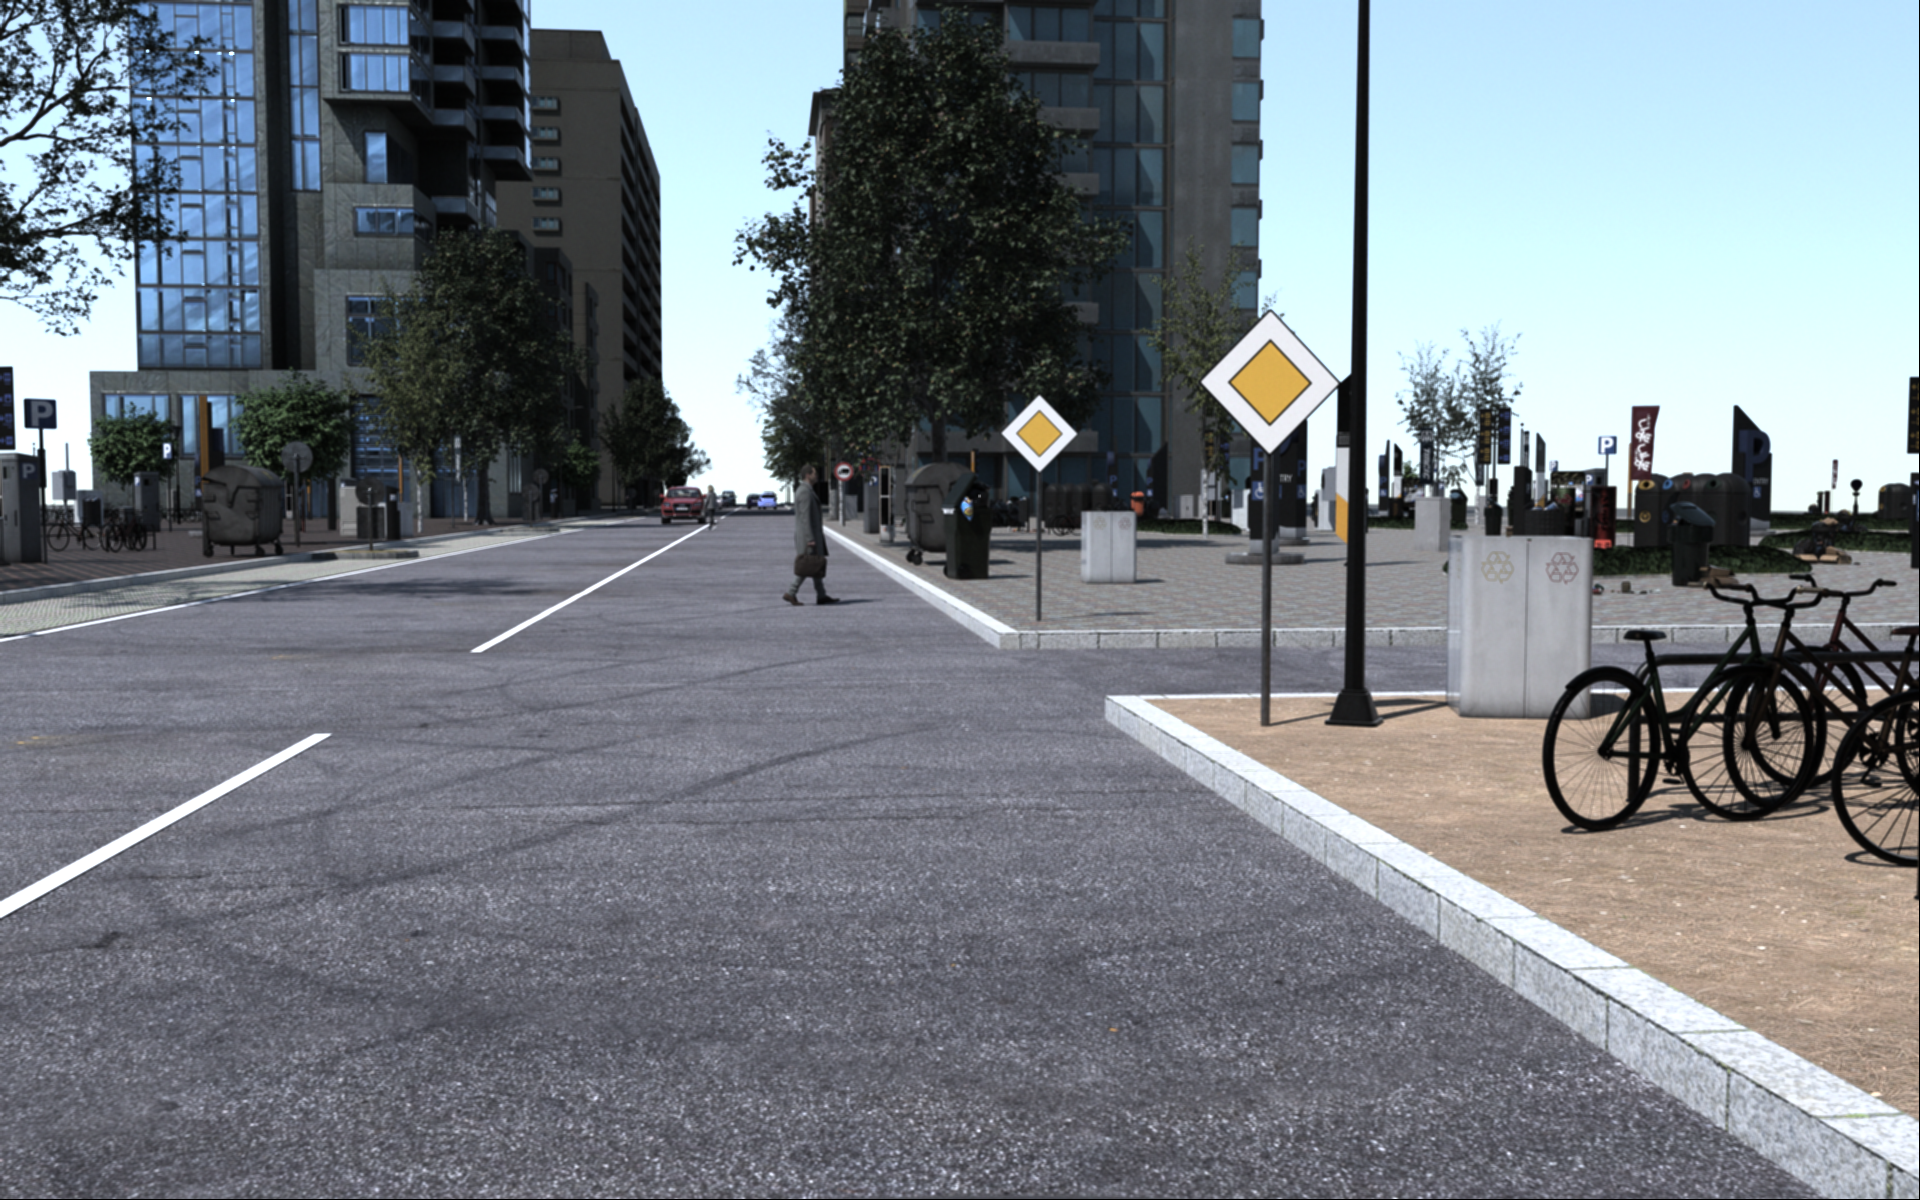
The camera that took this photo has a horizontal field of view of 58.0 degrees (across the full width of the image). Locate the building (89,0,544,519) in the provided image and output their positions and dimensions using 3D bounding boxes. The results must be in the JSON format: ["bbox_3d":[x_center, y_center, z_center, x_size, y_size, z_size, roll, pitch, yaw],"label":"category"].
[{"bbox_3d":[-36.746,-48.346,103.127,22.319,86.520,31.000,0,4,-6],"label":"building"}]

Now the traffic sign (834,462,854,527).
[{"bbox_3d":[-4.582,-4.178,68.418,0.768,2.556,0.104,0,4,0],"label":"traffic sign"}]

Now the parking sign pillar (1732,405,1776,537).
[{"bbox_3d":[24.098,-3.929,52.710,1.447,3.967,1.447,-2,4,-28],"label":"parking sign pillar"}]

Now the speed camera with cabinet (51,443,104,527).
[{"bbox_3d":[-34.288,-4.462,67.292,0.660,3.252,2.038,1,4,16],"label":"speed camera with cabinet"}]

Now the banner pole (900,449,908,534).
[{"bbox_3d":[-1.702,-3.990,55.254,0.401,3.779,0.863,0,4,-3],"label":"banner pole"}]

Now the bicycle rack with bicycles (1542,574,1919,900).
[{"bbox_3d":[3.624,0.418,6.556,2.925,0.926,2.852,0,4,-7],"label":"bicycle rack with bicycles"}]

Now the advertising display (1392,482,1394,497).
[{"bbox_3d":[23.479,-5.381,93.189,0.123,1.923,0.974,3,4,36],"label":"advertising display"}]

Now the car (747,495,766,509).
[{"bbox_3d":[-19.343,-9.315,164.873,1.945,1.354,3.894,0,4,-5],"label":"car"}]

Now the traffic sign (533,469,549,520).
[{"bbox_3d":[-20.988,-5.299,86.749,0.768,2.556,0.104,0,4,-4],"label":"traffic sign"}]

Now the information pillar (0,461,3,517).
[{"bbox_3d":[-21.328,-2.095,38.747,0.304,2.012,0.304,3,5,40],"label":"information pillar"}]

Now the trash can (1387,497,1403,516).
[{"bbox_3d":[18.636,-3.816,74.042,0.748,1.137,0.748,0,3,0],"label":"trash can"}]

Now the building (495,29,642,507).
[{"bbox_3d":[-46.078,-34.334,185.057,21.300,48.544,21.600,0,4,-6],"label":"building"}]

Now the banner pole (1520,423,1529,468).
[{"bbox_3d":[19.706,-4.313,60.527,0.401,3.779,0.863,0,4,-5],"label":"banner pole"}]

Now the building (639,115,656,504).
[{"bbox_3d":[-48.307,-35.645,206.502,21.300,48.544,21.600,0,4,-6],"label":"building"}]

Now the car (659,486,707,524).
[{"bbox_3d":[-13.361,-4.599,83.872,2.281,1.827,5.304,0,4,-7],"label":"car"}]

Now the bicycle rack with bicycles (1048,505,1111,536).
[{"bbox_3d":[4.056,-2.512,54.451,2.925,0.926,2.852,-1,4,-10],"label":"bicycle rack with bicycles"}]

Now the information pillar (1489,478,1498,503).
[{"bbox_3d":[25.129,-4.718,81.625,0.304,2.012,0.304,-2,4,-27],"label":"information pillar"}]

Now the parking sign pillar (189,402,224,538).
[{"bbox_3d":[-22.123,-3.844,51.325,1.447,3.967,1.447,-2,4,-28],"label":"parking sign pillar"}]

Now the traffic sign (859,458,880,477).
[{"bbox_3d":[-3.023,-3.559,58.302,0.768,2.556,0.104,0,4,-5],"label":"traffic sign"}]

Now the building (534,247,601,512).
[{"bbox_3d":[-43.416,-17.703,134.475,27.650,21.520,28.899,0,4,-6],"label":"building"}]

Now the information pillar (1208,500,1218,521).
[{"bbox_3d":[9.601,-3.749,65.793,0.304,2.012,0.304,-1,4,-16],"label":"information pillar"}]

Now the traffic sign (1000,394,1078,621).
[{"bbox_3d":[0.793,-0.844,17.449,0.795,2.450,0.064,0,4,-6],"label":"traffic sign"}]

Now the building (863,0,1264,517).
[{"bbox_3d":[5.518,-29.899,108.450,23.786,49.044,30.456,0,4,-6],"label":"building"}]

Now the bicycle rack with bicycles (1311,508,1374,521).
[{"bbox_3d":[17.584,-4.068,79.889,2.925,0.926,2.852,0,4,7],"label":"bicycle rack with bicycles"}]

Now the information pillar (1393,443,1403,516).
[{"bbox_3d":[20.025,-5.376,79.254,0.183,3.616,0.504,-2,4,-30],"label":"information pillar"}]

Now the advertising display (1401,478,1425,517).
[{"bbox_3d":[17.840,-3.852,68.201,0.974,1.923,0.123,-1,4,-15],"label":"advertising display"}]

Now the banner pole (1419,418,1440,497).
[{"bbox_3d":[15.507,-4.098,57.025,0.863,3.779,0.401,-1,4,-9],"label":"banner pole"}]

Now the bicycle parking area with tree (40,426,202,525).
[{"bbox_3d":[-35.013,-5.386,75.057,9.016,4.147,8.231,-2,4,-30],"label":"bicycle parking area with tree"}]

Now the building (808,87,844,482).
[{"bbox_3d":[-4.793,-38.813,223.823,28.713,52.752,27.495,0,4,-6],"label":"building"}]

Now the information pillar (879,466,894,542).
[{"bbox_3d":[-1.950,-2.547,46.129,0.304,2.012,0.304,1,4,18],"label":"information pillar"}]

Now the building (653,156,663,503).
[{"bbox_3d":[-50.777,-37.000,228.648,21.300,48.544,21.600,0,4,-6],"label":"building"}]

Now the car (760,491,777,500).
[{"bbox_3d":[-25.827,-13.776,233.915,2.281,1.827,5.304,0,4,-7],"label":"car"}]

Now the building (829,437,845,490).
[{"bbox_3d":[-7.389,-25.503,188.677,14.160,30.474,14.107,0,4,-6],"label":"building"}]

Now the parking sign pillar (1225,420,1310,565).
[{"bbox_3d":[5.615,-2.652,31.827,1.447,3.967,1.447,1,4,16],"label":"parking sign pillar"}]

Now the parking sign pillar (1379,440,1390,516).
[{"bbox_3d":[20.865,-5.915,85.182,1.447,3.967,1.447,1,4,18],"label":"parking sign pillar"}]

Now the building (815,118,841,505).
[{"bbox_3d":[-9.071,-33.793,202.632,14.600,45.320,14.200,0,4,-6],"label":"building"}]

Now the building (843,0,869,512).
[{"bbox_3d":[-1.809,-27.357,130.878,14.154,41.232,14.086,0,4,-6],"label":"building"}]

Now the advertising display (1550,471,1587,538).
[{"bbox_3d":[17.050,-2.653,48.591,0.974,1.923,0.123,3,4,39],"label":"advertising display"}]

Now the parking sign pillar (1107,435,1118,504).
[{"bbox_3d":[6.968,-5.540,79.050,1.447,3.967,1.447,0,4,3],"label":"parking sign pillar"}]

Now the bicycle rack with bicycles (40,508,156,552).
[{"bbox_3d":[-19.427,-1.588,39.340,2.852,0.926,2.925,1,4,9],"label":"bicycle rack with bicycles"}]

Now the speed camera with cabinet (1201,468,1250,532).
[{"bbox_3d":[9.629,-4.119,61.685,2.038,3.252,0.660,1,4,13],"label":"speed camera with cabinet"}]

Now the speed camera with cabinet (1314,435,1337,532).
[{"bbox_3d":[12.549,-3.962,59.107,0.660,3.252,2.038,0,4,3],"label":"speed camera with cabinet"}]

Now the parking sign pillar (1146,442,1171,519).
[{"bbox_3d":[10.075,-6.122,88.560,1.447,3.967,1.447,3,5,41],"label":"parking sign pillar"}]

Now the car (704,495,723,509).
[{"bbox_3d":[-23.308,-9.202,162.806,2.083,1.381,4.827,0,4,-7],"label":"car"}]

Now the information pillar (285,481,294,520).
[{"bbox_3d":[-32.909,-4.925,85.022,0.304,2.012,0.304,-1,4,-8],"label":"information pillar"}]

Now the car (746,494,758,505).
[{"bbox_3d":[-27.089,-13.363,227.287,1.959,1.807,4.718,0,4,-5],"label":"car"}]

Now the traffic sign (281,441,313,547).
[{"bbox_3d":[-15.931,-2.539,41.612,0.768,2.556,0.104,0,4,1],"label":"traffic sign"}]

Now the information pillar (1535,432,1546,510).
[{"bbox_3d":[22.096,-4.565,65.985,0.504,3.616,0.183,-2,4,-35],"label":"information pillar"}]

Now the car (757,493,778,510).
[{"bbox_3d":[-17.854,-9.224,160.395,1.945,1.707,3.694,0,4,-8],"label":"car"}]

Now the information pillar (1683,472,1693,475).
[{"bbox_3d":[24.689,-3.321,58.792,0.304,2.012,0.304,2,4,32],"label":"information pillar"}]

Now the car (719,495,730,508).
[{"bbox_3d":[-25.567,-10.542,184.946,1.945,1.354,3.894,0,4,-7],"label":"car"}]

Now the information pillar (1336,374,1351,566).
[{"bbox_3d":[6.947,-2.411,30.772,0.504,3.616,0.183,1,4,19],"label":"information pillar"}]

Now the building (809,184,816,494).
[{"bbox_3d":[-14.127,-36.347,244.378,14.600,45.320,14.200,0,4,-6],"label":"building"}]

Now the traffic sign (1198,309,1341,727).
[{"bbox_3d":[1.685,-0.359,9.514,0.795,2.450,0.064,0,4,-6],"label":"traffic sign"}]
